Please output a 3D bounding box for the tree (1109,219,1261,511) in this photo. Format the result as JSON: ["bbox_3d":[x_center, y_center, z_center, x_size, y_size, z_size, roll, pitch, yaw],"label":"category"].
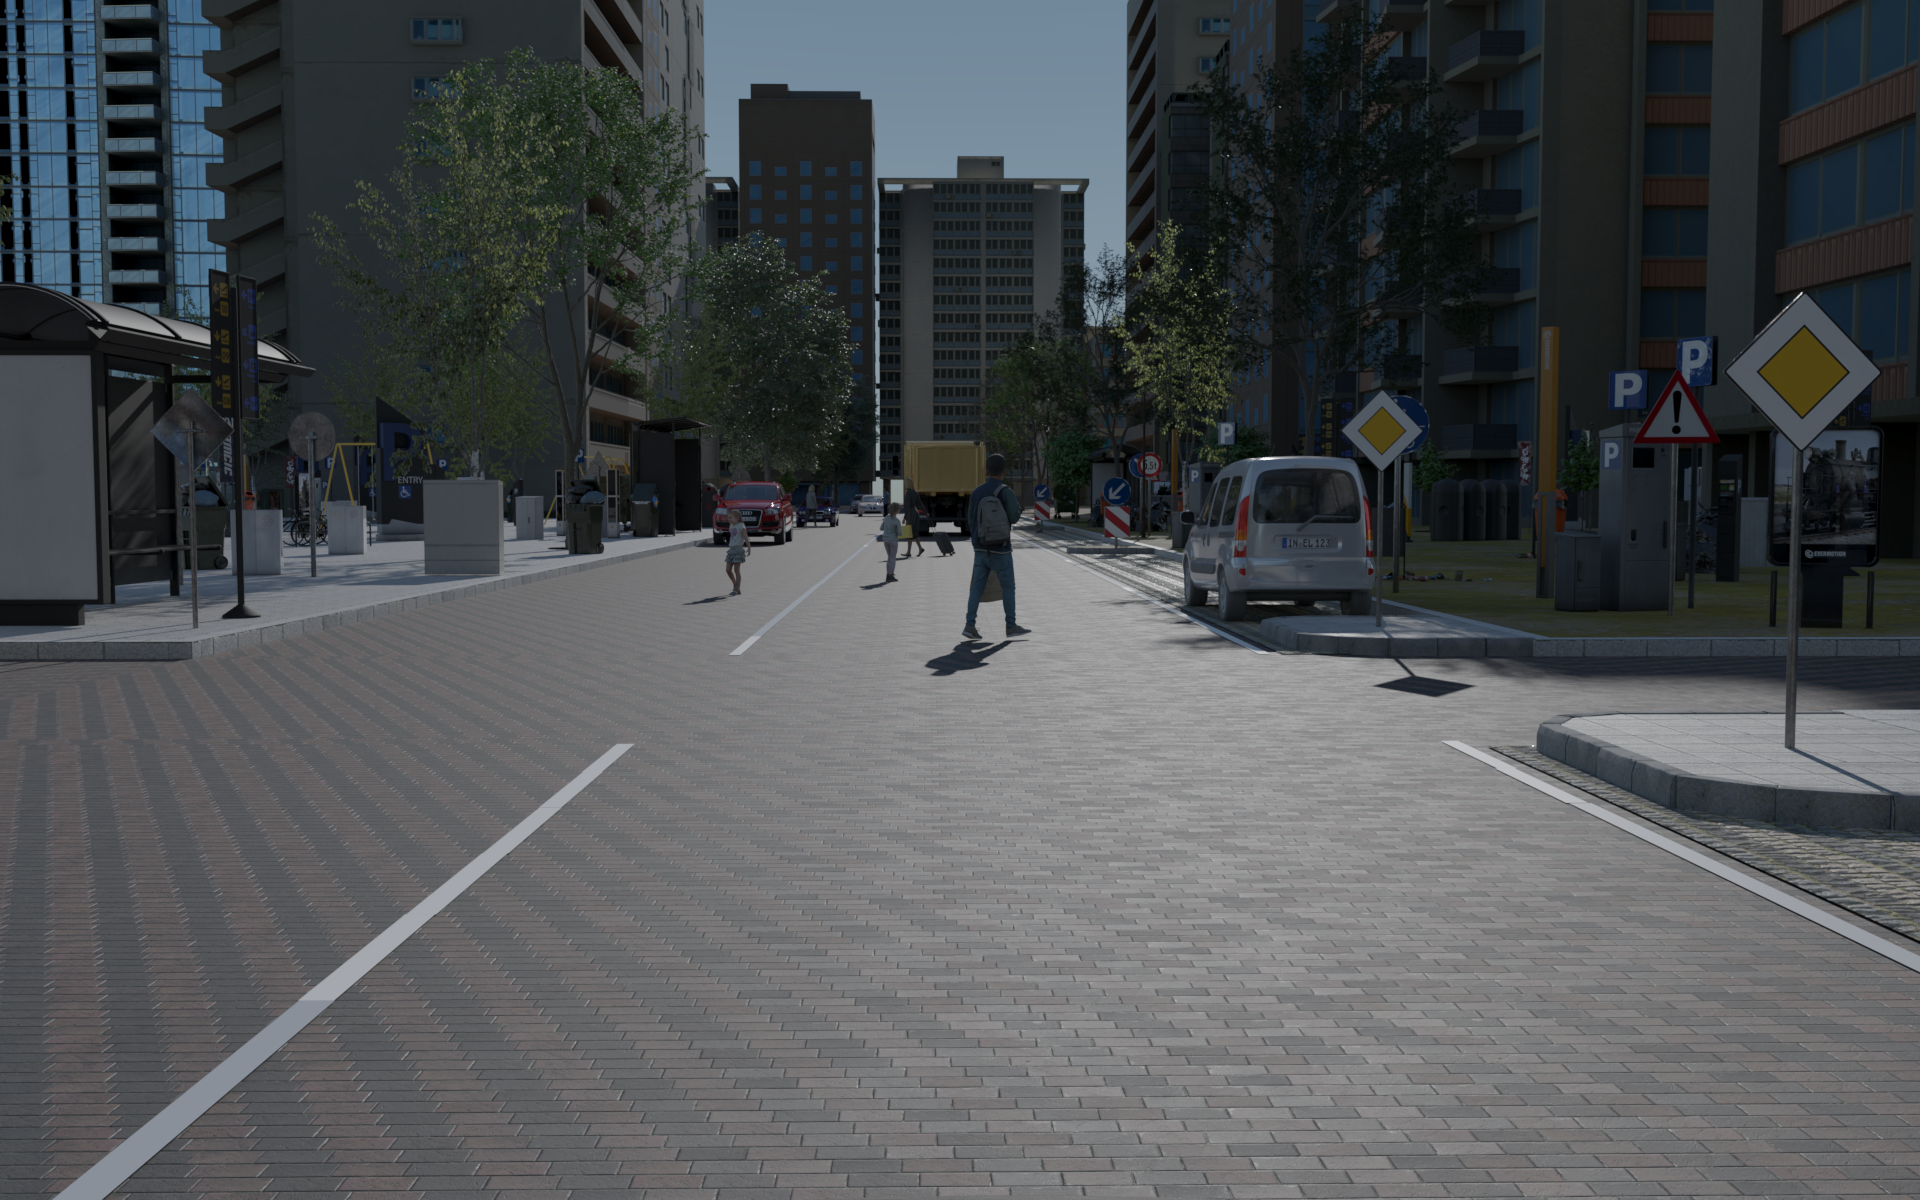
[{"bbox_3d":[6.038,-5.857,46.126,4.360,8.622,3.978,0,3,0],"label":"tree"}]

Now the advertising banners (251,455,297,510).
[{"bbox_3d":[-30.930,-5.005,78.016,2.074,3.025,0.090,-2,4,-25],"label":"advertising banners"}]

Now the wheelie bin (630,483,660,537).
[{"bbox_3d":[-9.386,-2.679,51.708,0.980,1.594,0.693,1,4,18],"label":"wheelie bin"}]

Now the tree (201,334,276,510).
[{"bbox_3d":[-30.082,-7.534,73.542,4.360,8.622,3.978,0,3,0],"label":"tree"}]

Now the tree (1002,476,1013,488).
[{"bbox_3d":[4.213,-10.508,166.403,1.663,3.219,1.824,0,3,0],"label":"tree"}]

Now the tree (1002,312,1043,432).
[{"bbox_3d":[5.901,-7.899,63.566,8.767,10.594,7.601,0,4,-4],"label":"tree"}]

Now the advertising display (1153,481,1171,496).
[{"bbox_3d":[9.924,-4.876,84.935,0.974,1.923,0.123,2,4,31],"label":"advertising display"}]

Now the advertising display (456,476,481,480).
[{"bbox_3d":[-17.541,-3.471,61.963,0.974,1.923,0.123,-2,4,-27],"label":"advertising display"}]

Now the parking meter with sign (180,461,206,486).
[{"bbox_3d":[-18.330,-2.709,40.555,1.738,3.016,0.543,0,4,0],"label":"parking meter with sign"}]

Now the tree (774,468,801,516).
[{"bbox_3d":[-10.323,-6.640,103.160,1.663,3.219,1.824,0,3,0],"label":"tree"}]

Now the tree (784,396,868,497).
[{"bbox_3d":[-11.524,-13.066,148.046,7.601,10.594,8.767,-1,4,-23],"label":"tree"}]

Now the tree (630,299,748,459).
[{"bbox_3d":[-10.060,-6.979,64.467,4.737,8.622,4.395,0,3,0],"label":"tree"}]

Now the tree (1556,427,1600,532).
[{"bbox_3d":[17.913,-3.397,50.142,1.663,3.219,1.824,0,3,0],"label":"tree"}]

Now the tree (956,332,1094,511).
[{"bbox_3d":[4.838,-13.418,129.757,12.009,13.543,11.850,0,3,0],"label":"tree"}]

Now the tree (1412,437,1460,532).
[{"bbox_3d":[15.802,-3.913,58.573,1.663,3.219,1.824,0,3,0],"label":"tree"}]

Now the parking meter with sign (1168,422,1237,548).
[{"bbox_3d":[5.843,-2.771,41.568,1.738,3.016,0.543,-3,4,-38],"label":"parking meter with sign"}]

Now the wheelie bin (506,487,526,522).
[{"bbox_3d":[-20.050,-4.305,78.298,0.693,1.594,0.980,1,4,21],"label":"wheelie bin"}]

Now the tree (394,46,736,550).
[{"bbox_3d":[-9.000,-6.986,39.975,9.928,11.665,9.643,0,3,0],"label":"tree"}]

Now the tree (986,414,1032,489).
[{"bbox_3d":[4.203,-12.394,153.011,4.737,8.622,4.395,0,3,0],"label":"tree"}]

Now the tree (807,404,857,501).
[{"bbox_3d":[-10.300,-11.407,136.864,4.737,8.622,4.395,0,3,0],"label":"tree"}]

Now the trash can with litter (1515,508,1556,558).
[{"bbox_3d":[12.046,-1.463,34.984,2.233,1.210,1.678,-3,5,-40],"label":"trash can with litter"}]

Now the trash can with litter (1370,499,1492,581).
[{"bbox_3d":[6.757,-0.901,25.791,2.233,1.210,1.678,1,4,19],"label":"trash can with litter"}]

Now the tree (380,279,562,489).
[{"bbox_3d":[-15.736,-6.527,57.080,4.737,8.622,4.395,0,3,0],"label":"tree"}]

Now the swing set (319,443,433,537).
[{"bbox_3d":[-17.798,-3.393,53.092,3.119,2.851,2.862,0,4,6],"label":"swing set"}]

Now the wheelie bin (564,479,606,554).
[{"bbox_3d":[-8.017,-1.782,37.050,0.980,1.594,0.693,1,4,18],"label":"wheelie bin"}]

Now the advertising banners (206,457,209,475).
[{"bbox_3d":[-23.894,-3.582,54.748,0.090,3.025,2.074,-2,4,-31],"label":"advertising banners"}]

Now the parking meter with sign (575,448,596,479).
[{"bbox_3d":[-13.859,-4.226,65.362,1.738,3.016,0.543,3,4,38],"label":"parking meter with sign"}]

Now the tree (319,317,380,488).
[{"bbox_3d":[-23.436,-7.332,70.235,4.737,8.622,4.395,0,3,0],"label":"tree"}]

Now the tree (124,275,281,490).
[{"bbox_3d":[-25.181,-6.629,58.747,4.737,8.622,4.395,0,3,0],"label":"tree"}]

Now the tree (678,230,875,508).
[{"bbox_3d":[-9.168,-10.833,83.773,9.857,13.997,8.962,0,3,0],"label":"tree"}]

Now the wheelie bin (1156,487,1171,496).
[{"bbox_3d":[8.798,-4.072,74.485,0.693,1.594,0.980,2,4,28],"label":"wheelie bin"}]

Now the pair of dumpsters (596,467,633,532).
[{"bbox_3d":[-11.772,-3.520,60.052,1.574,2.255,4.437,0,4,-1],"label":"pair of dumpsters"}]

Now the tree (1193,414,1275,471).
[{"bbox_3d":[11.275,-5.361,71.358,4.285,4.588,4.351,0,3,0],"label":"tree"}]

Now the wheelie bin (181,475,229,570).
[{"bbox_3d":[-12.884,-1.316,29.432,0.980,1.594,0.693,3,4,36],"label":"wheelie bin"}]

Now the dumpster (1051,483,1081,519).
[{"bbox_3d":[5.470,-5.290,88.979,1.502,2.255,1.985,0,4,-1],"label":"dumpster"}]

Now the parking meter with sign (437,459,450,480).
[{"bbox_3d":[-25.279,-5.502,86.218,1.738,3.016,0.543,3,5,40],"label":"parking meter with sign"}]

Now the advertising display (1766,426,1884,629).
[{"bbox_3d":[8.261,-0.695,16.573,0.974,1.923,0.123,1,4,15],"label":"advertising display"}]

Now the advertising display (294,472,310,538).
[{"bbox_3d":[-19.197,-2.782,50.704,0.123,1.923,0.974,0,4,3],"label":"advertising display"}]

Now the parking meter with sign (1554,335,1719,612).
[{"bbox_3d":[7.417,-1.395,19.075,1.738,3.016,0.543,-1,4,-19],"label":"parking meter with sign"}]

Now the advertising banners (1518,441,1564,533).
[{"bbox_3d":[18.965,-3.671,56.211,0.090,3.025,2.074,-3,4,-38],"label":"advertising banners"}]

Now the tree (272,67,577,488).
[{"bbox_3d":[-8.581,-4.851,29.680,4.360,8.622,3.978,0,3,0],"label":"tree"}]

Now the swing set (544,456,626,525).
[{"bbox_3d":[-15.301,-4.520,71.516,2.862,2.851,3.119,-3,5,-41],"label":"swing set"}]

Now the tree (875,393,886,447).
[{"bbox_3d":[-11.308,-15.404,158.512,9.857,13.997,8.962,0,3,0],"label":"tree"}]

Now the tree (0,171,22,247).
[{"bbox_3d":[-16.233,-4.559,24.901,4.737,8.622,4.395,0,3,0],"label":"tree"}]

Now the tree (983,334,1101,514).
[{"bbox_3d":[5.205,-11.265,109.937,9.928,11.665,9.643,0,3,0],"label":"tree"}]

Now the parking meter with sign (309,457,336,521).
[{"bbox_3d":[-30.233,-5.244,81.996,1.738,3.016,0.543,3,4,38],"label":"parking meter with sign"}]

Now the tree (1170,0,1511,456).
[{"bbox_3d":[6.743,-5.970,32.017,7.601,10.594,8.767,-1,4,-19],"label":"tree"}]

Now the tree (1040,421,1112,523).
[{"bbox_3d":[5.195,-5.767,77.999,4.285,4.588,4.351,0,3,0],"label":"tree"}]
